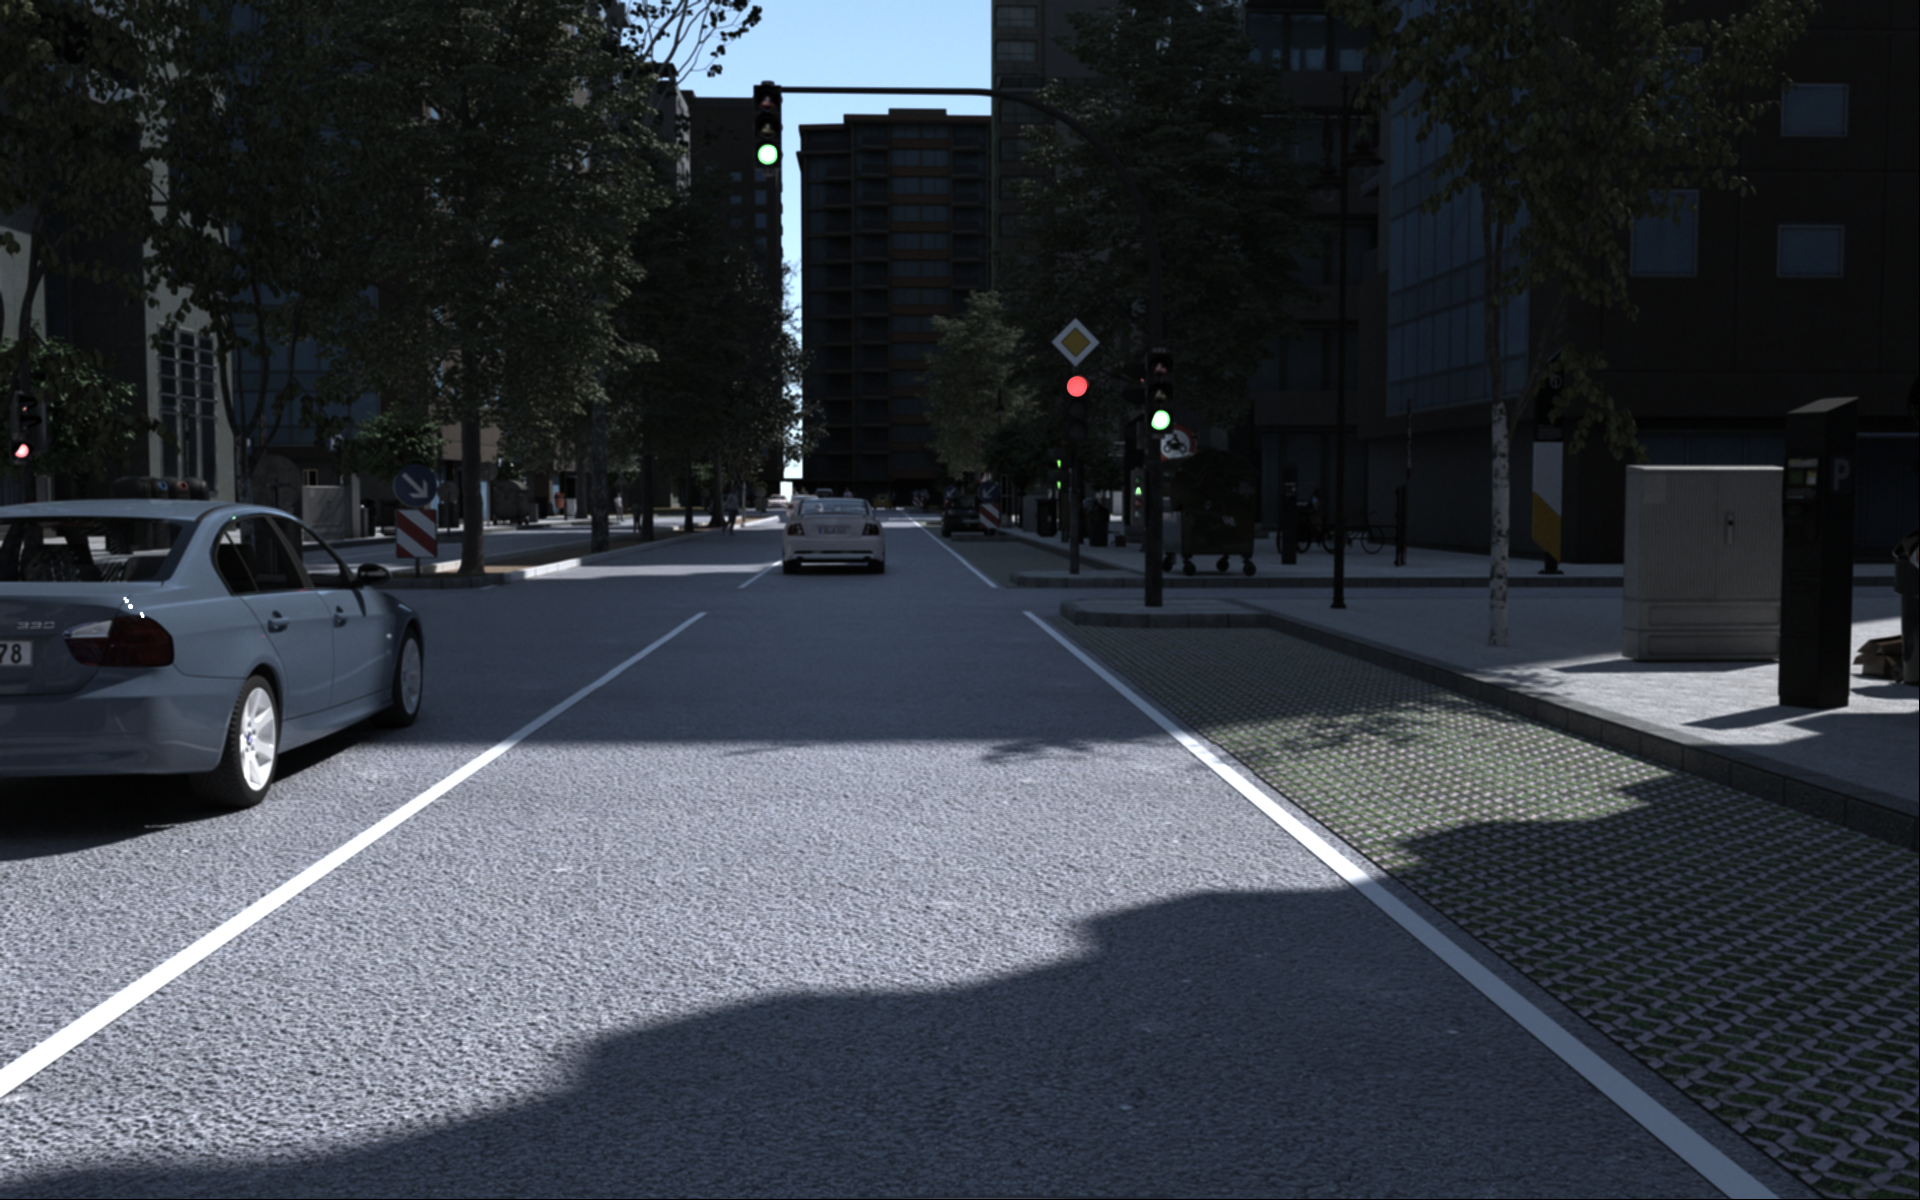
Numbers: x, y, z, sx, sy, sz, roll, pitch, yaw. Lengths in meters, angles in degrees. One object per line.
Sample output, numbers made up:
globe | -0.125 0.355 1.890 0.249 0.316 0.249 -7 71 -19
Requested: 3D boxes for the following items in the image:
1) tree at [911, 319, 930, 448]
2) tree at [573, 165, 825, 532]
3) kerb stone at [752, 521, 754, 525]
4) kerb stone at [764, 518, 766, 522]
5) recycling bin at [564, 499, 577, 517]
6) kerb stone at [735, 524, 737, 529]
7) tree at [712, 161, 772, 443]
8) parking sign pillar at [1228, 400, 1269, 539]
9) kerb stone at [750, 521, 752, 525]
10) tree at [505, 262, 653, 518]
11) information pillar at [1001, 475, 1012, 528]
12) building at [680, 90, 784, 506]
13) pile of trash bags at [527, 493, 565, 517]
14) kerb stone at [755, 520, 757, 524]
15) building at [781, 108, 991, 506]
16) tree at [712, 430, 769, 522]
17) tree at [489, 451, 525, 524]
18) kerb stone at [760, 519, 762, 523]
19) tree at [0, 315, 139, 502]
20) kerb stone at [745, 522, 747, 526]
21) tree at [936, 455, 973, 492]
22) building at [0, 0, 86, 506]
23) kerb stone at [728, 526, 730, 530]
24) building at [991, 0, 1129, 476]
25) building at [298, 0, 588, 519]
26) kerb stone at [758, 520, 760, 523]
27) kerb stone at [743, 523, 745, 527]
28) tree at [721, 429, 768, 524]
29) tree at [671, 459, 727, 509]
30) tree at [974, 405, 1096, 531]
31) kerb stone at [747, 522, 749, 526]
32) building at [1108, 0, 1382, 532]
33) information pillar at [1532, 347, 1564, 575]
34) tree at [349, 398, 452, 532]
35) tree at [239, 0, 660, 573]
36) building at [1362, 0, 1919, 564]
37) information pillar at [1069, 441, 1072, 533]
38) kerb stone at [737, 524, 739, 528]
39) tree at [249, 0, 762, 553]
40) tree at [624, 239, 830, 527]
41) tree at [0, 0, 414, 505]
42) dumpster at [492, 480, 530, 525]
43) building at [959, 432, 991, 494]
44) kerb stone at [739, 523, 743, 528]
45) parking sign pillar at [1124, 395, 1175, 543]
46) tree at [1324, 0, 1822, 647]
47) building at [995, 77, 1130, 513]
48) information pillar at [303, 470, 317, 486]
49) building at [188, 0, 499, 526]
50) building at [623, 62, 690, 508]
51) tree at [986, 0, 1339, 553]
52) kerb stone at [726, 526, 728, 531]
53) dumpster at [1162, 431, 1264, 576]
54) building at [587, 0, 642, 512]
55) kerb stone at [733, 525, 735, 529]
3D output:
tree | 1.139 -10.897 96.292 7.486 12.596 7.792 0 3 0
tree | -10.094 -9.259 64.204 12.009 13.543 11.850 0 3 0
kerb stone | -9.690 -3.510 79.583 0.120 0.150 1.000 0 4 -3
kerb stone | -10.068 -4.011 87.773 0.120 0.150 1.000 0 4 -3
recycling bin | -21.628 -5.150 96.755 0.722 1.027 0.722 2 4 24
kerb stone | -9.268 -2.947 70.377 0.120 0.150 1.000 0 4 -3
tree | -9.643 -8.083 52.746 7.486 12.596 7.792 0 3 0
parking sign pillar | 8.266 -3.782 50.310 1.447 3.967 1.447 -1 4 -20
kerb stone | -9.644 -3.446 78.562 0.120 0.150 1.000 0 4 -3
tree | -19.915 -11.285 91.165 9.857 13.997 8.962 0 3 0
information pillar | 1.763 -3.733 65.534 0.304 2.012 0.304 3 5 41
building | -27.380 -33.366 195.643 14.200 45.320 14.600 0 4 -3
pile of trash bags | -24.075 -5.497 99.620 1.912 1.369 3.447 2 4 31
kerb stone | -9.792 -3.634 81.636 0.120 0.150 1.000 0 4 -3
building | -5.618 -33.336 199.665 28.867 44.769 22.147 0 4 -3
tree | -10.959 -8.241 87.568 4.360 8.622 3.978 0 3 0
tree | -19.224 -4.836 73.675 1.663 3.219 1.824 0 3 0
kerb stone | -9.924 -3.823 84.702 0.120 0.150 1.000 0 4 -3
tree | -16.981 -2.935 31.703 4.285 4.588 4.351 0 3 0
kerb stone | -9.503 -3.257 75.496 0.120 0.150 1.000 0 4 -3
tree | 2.177 -5.231 69.236 4.285 4.588 4.351 0 3 0
building | -33.610 -44.589 41.702 22.319 86.520 31.000 0 4 -3
kerb stone | -9.129 -2.759 67.309 0.120 0.150 1.000 0 4 -3
building | 9.371 -27.776 137.734 14.154 41.232 14.086 0 4 -3
building | -31.254 -28.008 108.038 14.600 45.320 14.200 0 4 -3
kerb stone | -9.883 -3.761 83.681 0.120 0.150 1.000 0 4 -3
kerb stone | -9.452 -3.198 74.475 0.120 0.150 1.000 0 4 -3
tree | -10.844 -7.958 82.928 4.737 8.622 4.395 0 3 0
tree | -23.240 -10.163 149.874 4.285 4.588 4.351 0 3 0
tree | 3.609 -4.736 61.144 4.285 4.588 4.351 0 3 0
kerb stone | -9.539 -3.318 76.518 0.120 0.150 1.000 0 4 -3
building | 18.284 -27.574 70.436 23.786 49.044 30.456 0 4 -3
information pillar | 9.380 -2.217 27.596 0.504 3.616 0.183 -1 4 -12
tree | -19.175 -4.629 59.396 4.285 4.588 4.351 0 3 0
tree | -8.696 -6.722 30.487 7.486 12.596 7.792 0 3 0
building | 17.668 -23.672 37.142 14.200 45.320 14.600 0 4 -3
information pillar | 3.524 -3.927 55.559 0.183 3.616 0.504 -1 4 -19
kerb stone | -9.307 -3.010 71.404 0.120 0.150 1.000 0 4 -3
tree | -10.013 -11.254 42.357 12.611 20.169 13.585 0 3 0
tree | -10.541 -9.520 75.110 9.611 12.733 9.660 0 3 0
tree | -7.538 -3.987 18.013 4.737 8.622 4.395 0 3 0
dumpster | -18.569 -4.024 71.555 1.264 1.857 1.865 0 4 -3
building | 11.767 -51.781 159.297 22.319 86.520 31.000 0 4 -3
kerb stone | -9.411 -3.135 73.451 0.120 0.150 1.000 0 4 -3
parking sign pillar | 5.032 -3.506 45.803 1.447 3.967 1.447 1 4 17
tree | 4.708 -3.903 14.169 4.737 8.622 4.395 0 3 0
building | 9.394 -21.544 123.943 14.160 30.474 14.107 0 4 -3
information pillar | -19.575 -2.919 52.222 0.304 2.012 0.304 3 5 41
building | -28.125 -25.913 73.788 14.600 45.320 14.200 0 4 -3
building | -33.266 -29.555 166.820 14.086 41.232 14.154 0 4 -3
tree | 4.597 -7.307 37.599 7.486 12.596 7.792 0 3 0
kerb stone | -9.088 -2.697 66.283 0.120 0.150 1.000 0 4 -3
dumpster | 3.946 -1.543 27.719 1.502 2.255 1.985 0 4 -3
building | -36.920 -31.231 130.242 23.786 49.044 30.456 0 4 -3
kerb stone | -9.220 -2.884 69.356 0.120 0.150 1.000 0 4 -3
